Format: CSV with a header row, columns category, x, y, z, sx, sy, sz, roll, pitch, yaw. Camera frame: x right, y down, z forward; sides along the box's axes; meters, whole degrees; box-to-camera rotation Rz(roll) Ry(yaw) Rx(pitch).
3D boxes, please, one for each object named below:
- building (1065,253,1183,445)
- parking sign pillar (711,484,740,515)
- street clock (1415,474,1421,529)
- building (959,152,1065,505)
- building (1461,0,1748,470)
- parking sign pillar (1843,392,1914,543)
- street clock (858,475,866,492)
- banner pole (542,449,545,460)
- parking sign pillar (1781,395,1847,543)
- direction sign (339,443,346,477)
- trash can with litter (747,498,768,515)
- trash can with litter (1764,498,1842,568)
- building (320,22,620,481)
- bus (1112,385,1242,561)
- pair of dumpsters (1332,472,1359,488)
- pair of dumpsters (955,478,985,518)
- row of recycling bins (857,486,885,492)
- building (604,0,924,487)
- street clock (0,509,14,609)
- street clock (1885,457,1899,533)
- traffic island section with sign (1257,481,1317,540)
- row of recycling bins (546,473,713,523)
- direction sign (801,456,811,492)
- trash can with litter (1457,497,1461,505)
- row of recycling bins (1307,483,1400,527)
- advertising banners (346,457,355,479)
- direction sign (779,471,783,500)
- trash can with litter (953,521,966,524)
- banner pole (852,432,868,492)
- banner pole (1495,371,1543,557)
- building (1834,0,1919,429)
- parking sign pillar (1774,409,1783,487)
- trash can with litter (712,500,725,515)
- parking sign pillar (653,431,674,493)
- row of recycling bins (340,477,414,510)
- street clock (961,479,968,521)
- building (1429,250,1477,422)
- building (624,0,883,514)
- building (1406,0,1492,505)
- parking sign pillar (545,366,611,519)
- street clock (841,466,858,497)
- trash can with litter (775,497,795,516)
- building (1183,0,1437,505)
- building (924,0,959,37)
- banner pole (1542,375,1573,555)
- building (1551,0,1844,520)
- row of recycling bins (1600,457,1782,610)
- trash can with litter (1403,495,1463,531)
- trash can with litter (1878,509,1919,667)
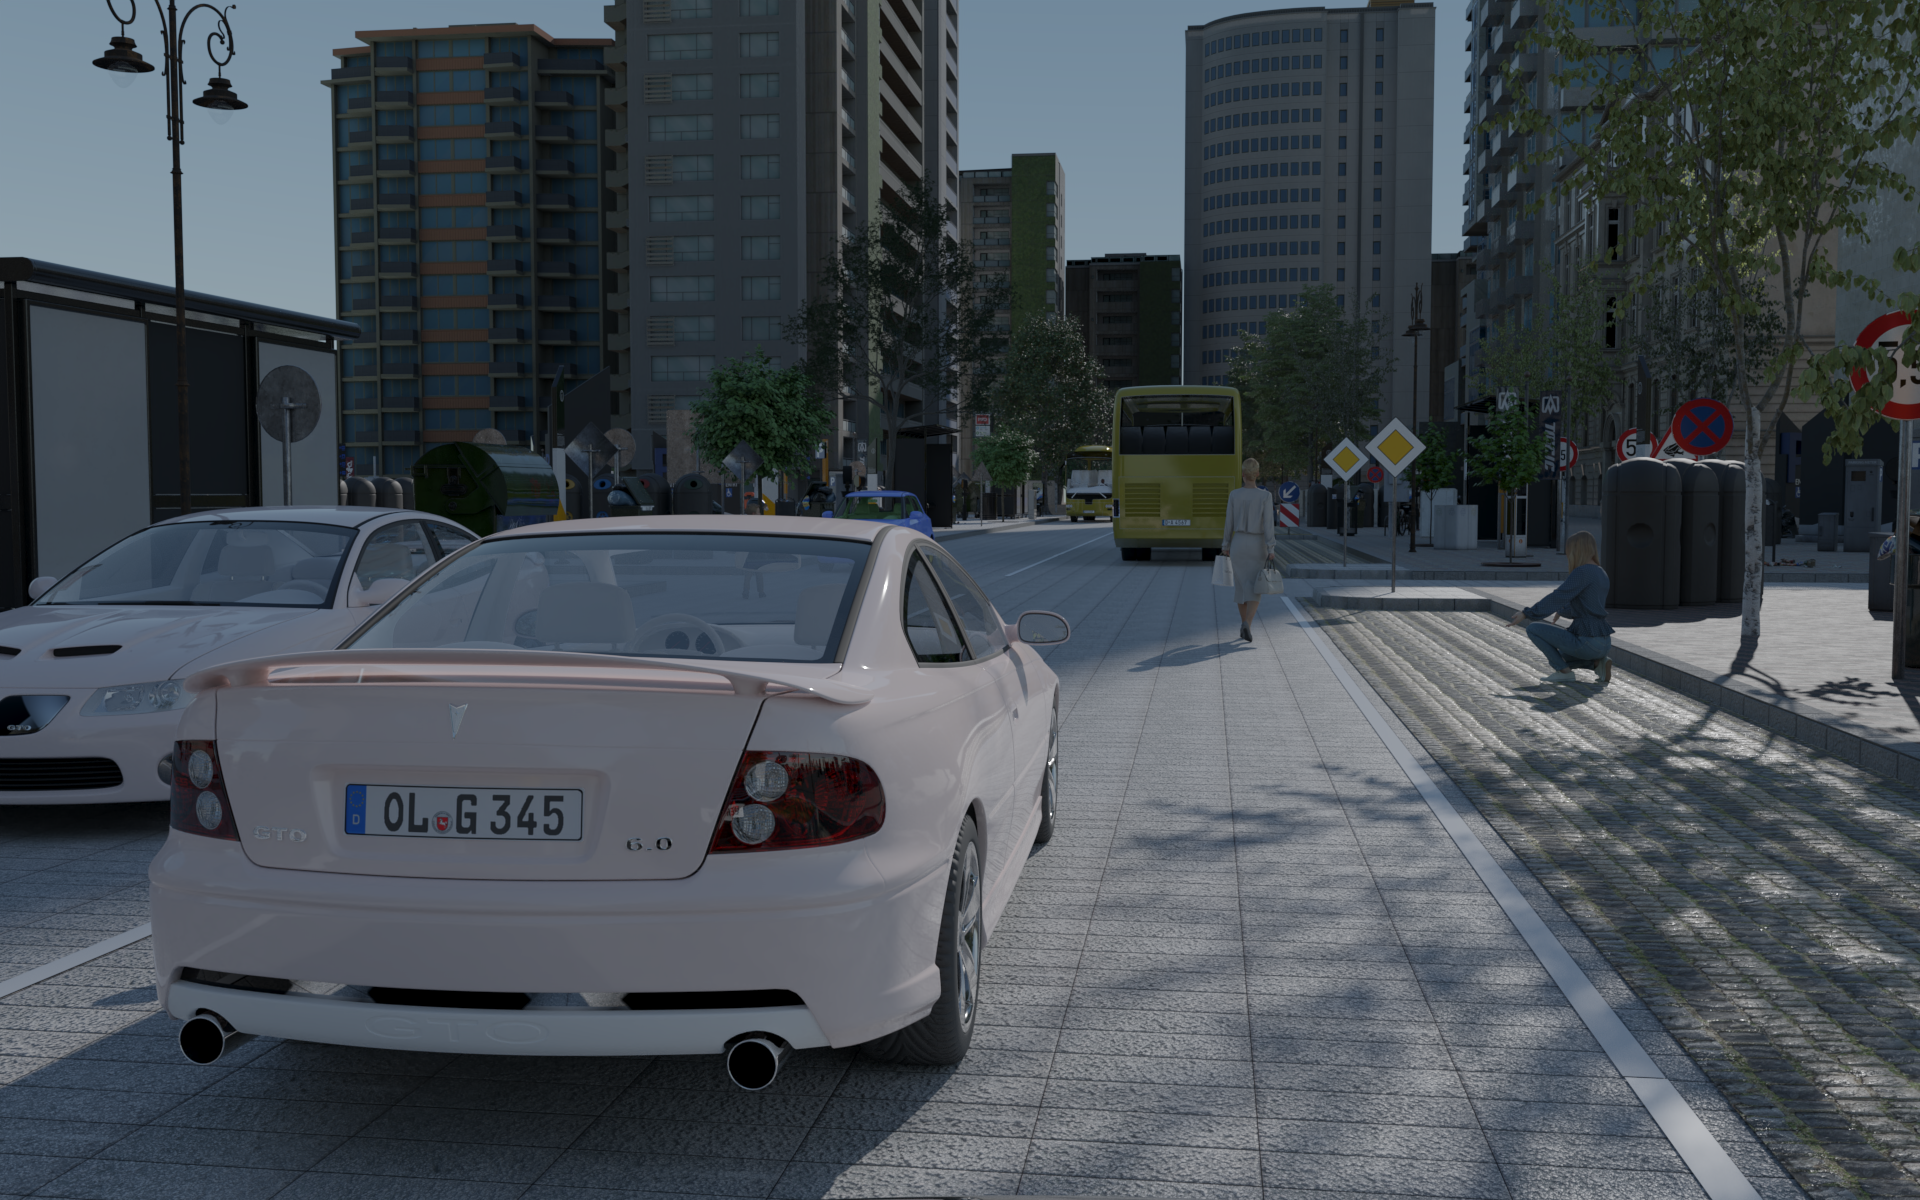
category,x,y,z,sx,sy,sz,roll,pitch,yaw
building,19.941,-26.847,210.647,14.107,30.474,14.160,0,4,8
parking sign pillar,-9.245,-4.872,68.133,1.447,3.967,1.447,2,4,35
street clock,16.503,-3.548,62.573,0.358,2.002,0.471,1,4,13
building,5.359,-32.264,211.106,14.086,41.232,14.154,0,4,8
building,47.404,-30.365,116.069,23.786,49.044,30.456,0,4,8
parking sign pillar,22.486,-3.290,42.260,1.447,3.967,1.447,2,4,26
street clock,-3.742,-3.665,64.494,0.358,2.002,0.471,-3,5,-41
banner pole,-23.186,-6.521,96.627,0.401,3.779,0.863,0,4,4
parking sign pillar,23.074,-3.524,46.091,1.447,3.967,1.447,-2,4,-25
direction sign,-27.820,-5.218,77.308,0.876,3.537,0.379,0,4,3
trash can with litter,-6.010,-2.433,51.174,0.624,1.170,1.055,0,4,-2
trash can with litter,14.594,-1.215,30.930,1.678,1.210,2.233,-2,4,-26
building,-43.135,-31.177,164.367,28.867,44.769,22.147,0,4,8
bus,5.009,-2.956,39.882,2.896,3.916,12.252,0,4,7
pair of dumpsters,16.970,-4.605,77.784,1.574,2.255,4.437,0,4,8
pair of dumpsters,0.607,-5.547,93.188,1.574,2.255,4.437,0,4,8
row of recycling bins,-4.387,-4.772,85.138,1.069,1.692,3.534,1,4,13
building,-14.982,-31.234,134.372,21.300,48.544,21.600,0,4,8
street clock,-10.684,-0.897,19.243,0.471,2.002,0.358,2,4,27
street clock,18.207,-1.775,33.592,0.471,2.002,0.358,3,5,45
traffic island section with sign,10.288,-2.829,54.876,1.989,1.847,2.006,0,4,8
row of recycling bins,-6.621,-1.677,34.534,3.534,1.692,1.069,1,4,10
direction sign,-8.969,-6.641,100.584,0.379,3.537,0.876,-3,5,-44
trash can with litter,19.029,-3.390,66.812,0.624,1.170,1.055,1,4,21
row of recycling bins,15.276,-3.681,67.303,3.534,1.692,1.069,1,4,16
advertising banners,-27.862,-5.198,81.176,2.074,3.025,0.090,0,4,4
direction sign,-6.622,-4.437,64.549,0.379,3.537,0.876,1,4,18
trash can with litter,-0.574,-3.869,74.309,1.678,1.210,2.233,0,4,-2
banner pole,-4.085,-4.890,69.966,0.863,3.779,0.401,2,4,28
banner pole,11.331,-2.777,35.415,0.863,3.779,0.401,0,4,-1
building,33.860,-11.660,45.400,16.860,20.320,10.420,0,4,8
parking sign pillar,26.479,-4.068,54.992,1.447,3.967,1.447,-2,4,-27
trash can with litter,-6.023,-1.968,43.558,1.055,1.170,0.624,2,4,33
parking sign pillar,-12.338,-5.193,73.379,1.447,3.967,1.447,-1,4,-13
row of recycling bins,-14.174,-2.108,41.579,1.069,1.692,3.534,1,4,21
street clock,0.218,-4.852,83.907,0.358,2.002,0.471,-1,4,-14
building,61.894,-26.507,205.086,14.107,30.474,14.160,0,4,8
building,-13.372,-26.449,116.034,14.154,41.232,14.086,0,4,8
building,51.191,-50.929,145.367,22.319,86.520,31.000,0,4,8
parking sign pillar,-8.014,-2.929,36.369,1.447,3.967,1.447,-2,4,-26
street clock,-2.880,-2.433,44.342,0.358,2.002,0.471,0,4,-6
trash can with litter,-11.639,-5.977,108.782,2.233,1.210,1.678,0,4,4
building,41.231,-40.808,209.216,28.212,58.520,21.231,0,4,8
building,-14.605,-37.829,160.503,28.212,58.520,21.231,0,4,8
banner pole,12.683,-2.861,36.798,0.863,3.779,0.401,3,4,38
building,37.489,-16.165,83.375,14.460,24.649,34.723,0,4,8
row of recycling bins,8.649,-0.819,20.511,1.069,1.692,3.534,3,5,43
trash can with litter,16.139,-3.031,60.618,1.678,1.210,2.233,-1,4,-22
trash can with litter,7.437,-0.088,12.828,1.055,1.170,0.624,0,4,2
